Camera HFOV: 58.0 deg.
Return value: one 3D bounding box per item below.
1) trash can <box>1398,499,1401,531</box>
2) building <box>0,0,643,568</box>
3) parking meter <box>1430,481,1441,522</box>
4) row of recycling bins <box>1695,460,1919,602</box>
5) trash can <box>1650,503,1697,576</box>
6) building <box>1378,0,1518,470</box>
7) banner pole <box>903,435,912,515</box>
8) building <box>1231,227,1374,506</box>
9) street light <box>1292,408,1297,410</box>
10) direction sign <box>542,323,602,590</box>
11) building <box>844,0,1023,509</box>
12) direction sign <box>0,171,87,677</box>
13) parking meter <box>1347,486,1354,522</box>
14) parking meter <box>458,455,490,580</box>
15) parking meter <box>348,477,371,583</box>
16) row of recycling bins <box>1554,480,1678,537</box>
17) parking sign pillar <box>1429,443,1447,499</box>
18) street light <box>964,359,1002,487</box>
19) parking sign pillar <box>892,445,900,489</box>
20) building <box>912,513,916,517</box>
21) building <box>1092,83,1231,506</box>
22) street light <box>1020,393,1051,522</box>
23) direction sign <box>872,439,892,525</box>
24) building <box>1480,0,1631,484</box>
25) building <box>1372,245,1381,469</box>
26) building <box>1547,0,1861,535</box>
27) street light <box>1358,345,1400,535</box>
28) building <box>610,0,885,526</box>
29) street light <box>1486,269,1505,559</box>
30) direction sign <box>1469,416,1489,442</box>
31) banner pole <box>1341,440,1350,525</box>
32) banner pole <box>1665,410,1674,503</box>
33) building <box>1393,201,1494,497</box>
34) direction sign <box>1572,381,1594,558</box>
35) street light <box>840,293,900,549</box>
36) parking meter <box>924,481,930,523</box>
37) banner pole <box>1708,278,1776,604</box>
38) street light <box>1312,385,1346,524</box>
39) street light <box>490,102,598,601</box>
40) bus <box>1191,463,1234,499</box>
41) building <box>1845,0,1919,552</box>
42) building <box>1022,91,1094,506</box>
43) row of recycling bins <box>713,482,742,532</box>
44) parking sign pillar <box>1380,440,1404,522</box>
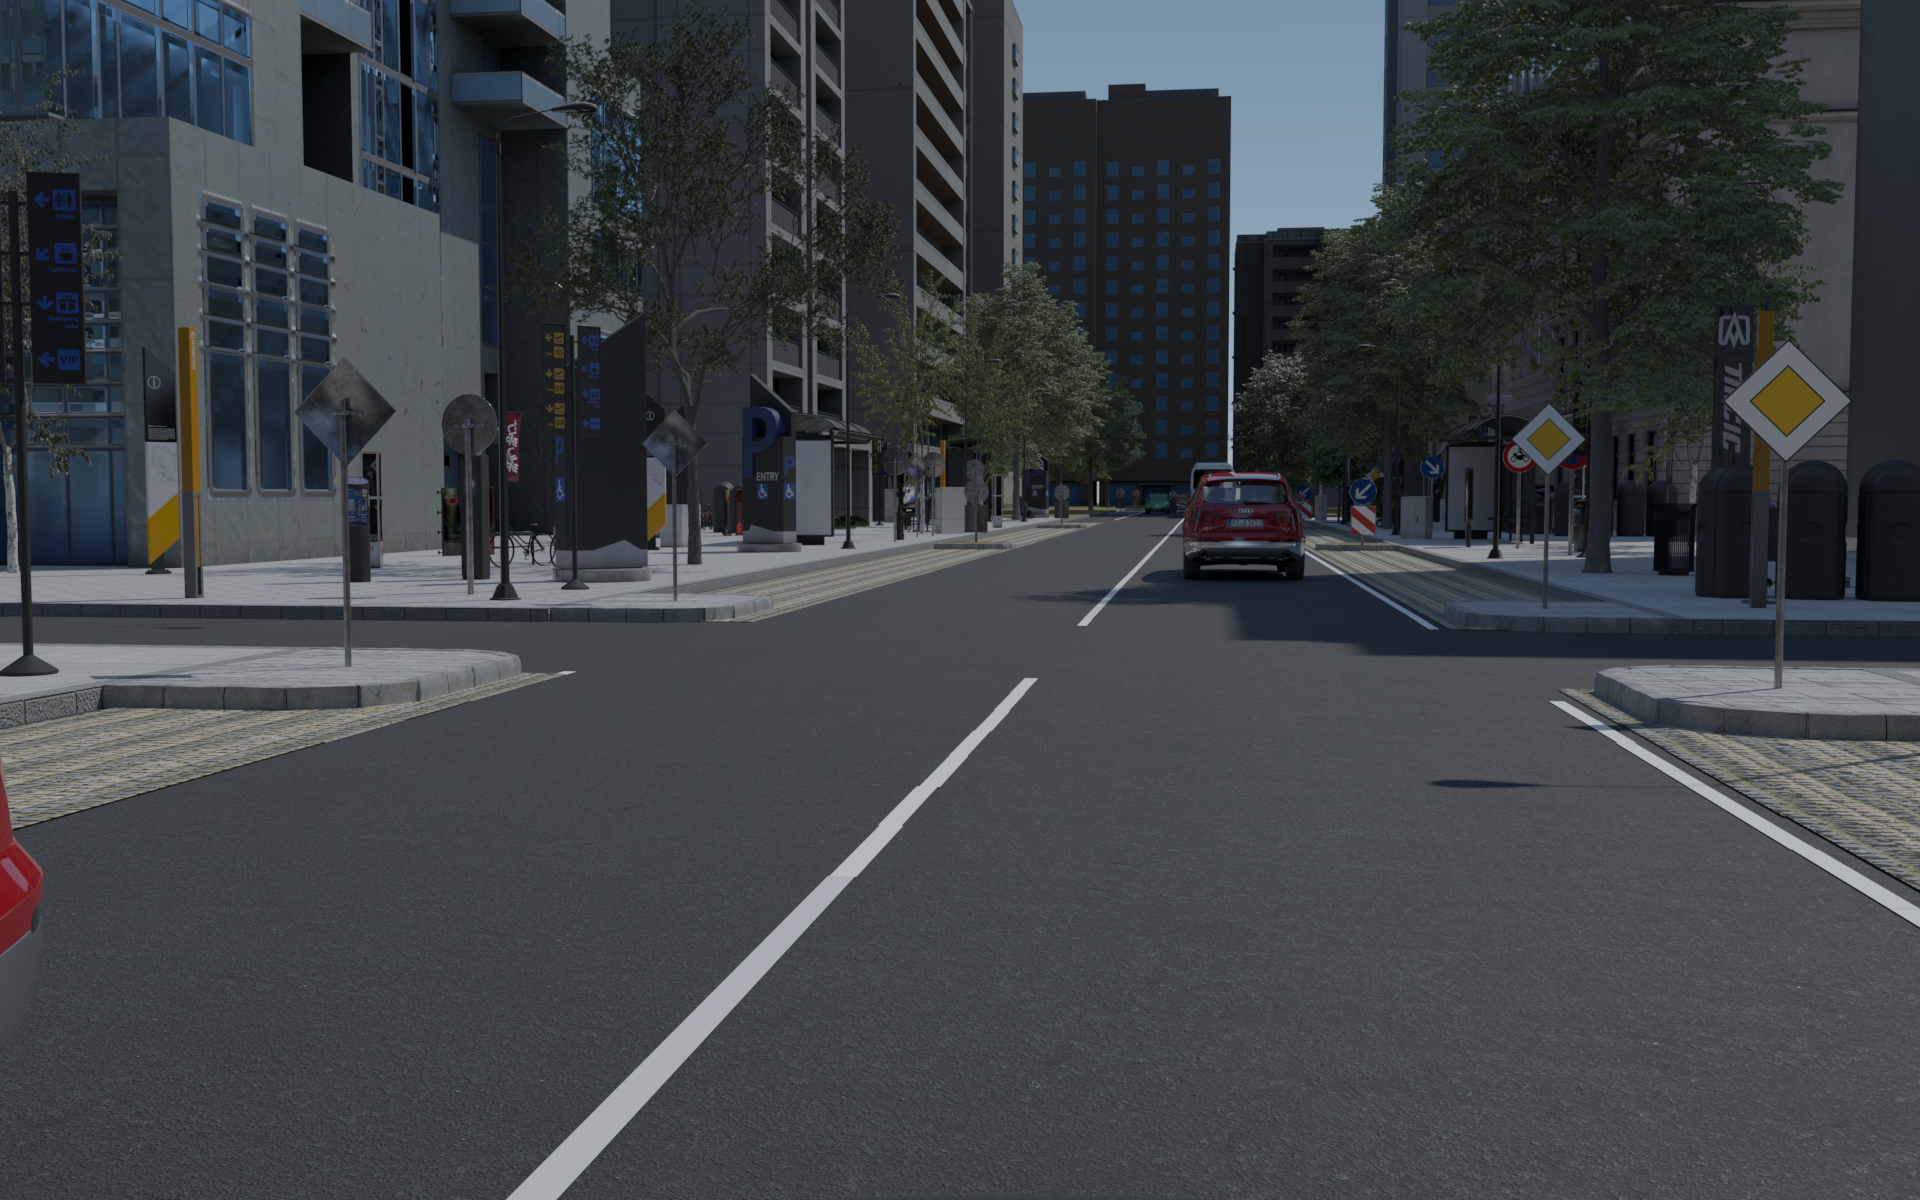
[{"bbox_3d":[14.234,-2.661,55.166,0.748,1.137,0.748,0,3,0],"label":"trash can"},{"bbox_3d":[-22.326,-44.743,44.214,22.319,86.520,31.000,0,4,8],"label":"building"},{"bbox_3d":[21.794,-4.507,79.401,0.399,1.863,0.255,-1,4,-22],"label":"parking meter"},{"bbox_3d":[10.914,-0.858,21.135,3.534,1.692,1.069,1,4,18],"label":"row of recycling bins"},{"bbox_3d":[11.298,-0.962,27.390,0.748,1.137,0.748,0,3,0],"label":"trash can"},{"bbox_3d":[45.643,-36.743,142.739,21.231,58.520,28.212,0,4,8],"label":"building"},{"bbox_3d":[-2.169,-4.962,71.151,0.401,3.779,0.863,-2,4,-33],"label":"banner pole"},{"bbox_3d":[37.106,-25.614,190.485,14.107,30.474,14.160,0,4,8],"label":"building"},{"bbox_3d":[18.484,-7.369,93.017,1.470,5.913,1.316,0,4,8],"label":"street light"},{"bbox_3d":[-5.188,-1.911,23.242,0.876,3.537,0.379,-3,5,-43],"label":"direction sign"},{"bbox_3d":[-6.011,-32.458,154.382,21.600,48.544,21.300,0,4,8],"label":"building"},{"bbox_3d":[-6.636,-1.238,12.237,0.876,3.537,0.379,-1,4,-11],"label":"direction sign"},{"bbox_3d":[18.003,-4.547,80.057,0.399,1.863,0.255,0,4,5],"label":"parking meter"},{"bbox_3d":[-7.288,-1.240,25.990,0.399,1.863,0.255,1,4,18],"label":"parking meter"},{"bbox_3d":[-8.784,-1.027,25.205,0.372,1.533,0.369,0,3,0],"label":"parking meter"},{"bbox_3d":[19.872,-2.774,52.472,3.534,1.692,1.069,0,4,7],"label":"row of recycling bins"},{"bbox_3d":[24.961,-6.241,90.516,1.447,3.967,1.447,3,4,37],"label":"parking sign pillar"},{"bbox_3d":[0.733,-5.340,59.855,1.470,5.913,1.316,0,4,8],"label":"street light"},{"bbox_3d":[-3.446,-6.427,93.550,1.447,3.967,1.447,0,4,-2],"label":"parking sign pillar"},{"bbox_3d":[-11.652,-29.650,108.487,21.300,48.544,21.600,0,4,8],"label":"building"},{"bbox_3d":[22.627,-33.151,192.137,14.200,45.320,14.600,0,4,8],"label":"building"},{"bbox_3d":[3.491,-6.546,79.561,1.470,5.913,1.316,0,4,8],"label":"street light"},{"bbox_3d":[-3.285,-4.819,70.792,0.876,3.537,0.379,3,5,43],"label":"direction sign"},{"bbox_3d":[32.995,-18.060,81.189,13.634,28.700,20.117,0,4,8],"label":"building"},{"bbox_3d":[50.990,-25.457,187.918,14.107,30.474,14.160,0,4,8],"label":"building"},{"bbox_3d":[27.892,-12.081,62.152,10.561,19.102,19.286,0,4,8],"label":"building"},{"bbox_3d":[13.054,-4.975,53.875,1.470,5.913,1.316,0,4,8],"label":"street light"},{"bbox_3d":[-14.027,-39.103,77.584,20.563,71.187,20.611,0,4,8],"label":"building"},{"bbox_3d":[10.111,-3.780,34.336,1.470,5.913,1.316,0,4,8],"label":"street light"},{"bbox_3d":[15.051,-3.568,50.329,0.876,3.537,0.379,-3,4,-37],"label":"direction sign"},{"bbox_3d":[15.879,-4.950,70.952,0.401,3.779,0.863,0,4,-1],"label":"banner pole"},{"bbox_3d":[19.348,-3.500,47.235,0.401,3.779,0.863,1,4,11],"label":"banner pole"},{"bbox_3d":[44.356,-16.513,115.021,27.650,21.520,28.899,0,4,8],"label":"building"},{"bbox_3d":[12.656,-2.624,34.904,0.876,3.537,0.379,-2,4,-28],"label":"direction sign"},{"bbox_3d":[-2.079,-4.144,40.298,1.470,5.913,1.316,0,4,8],"label":"street light"},{"bbox_3d":[-1.517,-4.339,76.647,0.255,1.863,0.399,1,4,19],"label":"parking meter"},{"bbox_3d":[9.165,-1.847,20.220,0.863,3.779,0.401,0,4,-1],"label":"banner pole"},{"bbox_3d":[15.749,-6.172,73.449,1.470,5.913,1.316,0,4,8],"label":"street light"},{"bbox_3d":[-4.982,-2.949,20.754,1.470,5.913,1.316,0,4,8],"label":"street light"},{"bbox_3d":[15.996,-6.967,108.774,2.948,3.499,13.247,1,4,9],"label":"bus"},{"bbox_3d":[30.723,-14.442,29.631,24.014,27.812,14.314,0,4,8],"label":"building"},{"bbox_3d":[8.455,-33.228,193.384,14.200,45.320,14.600,0,4,8],"label":"building"},{"bbox_3d":[-6.726,-3.082,57.500,3.534,1.692,1.069,2,4,29],"label":"row of recycling bins"},{"bbox_3d":[19.977,-5.557,79.325,1.447,3.967,1.447,0,4,0],"label":"parking sign pillar"}]
